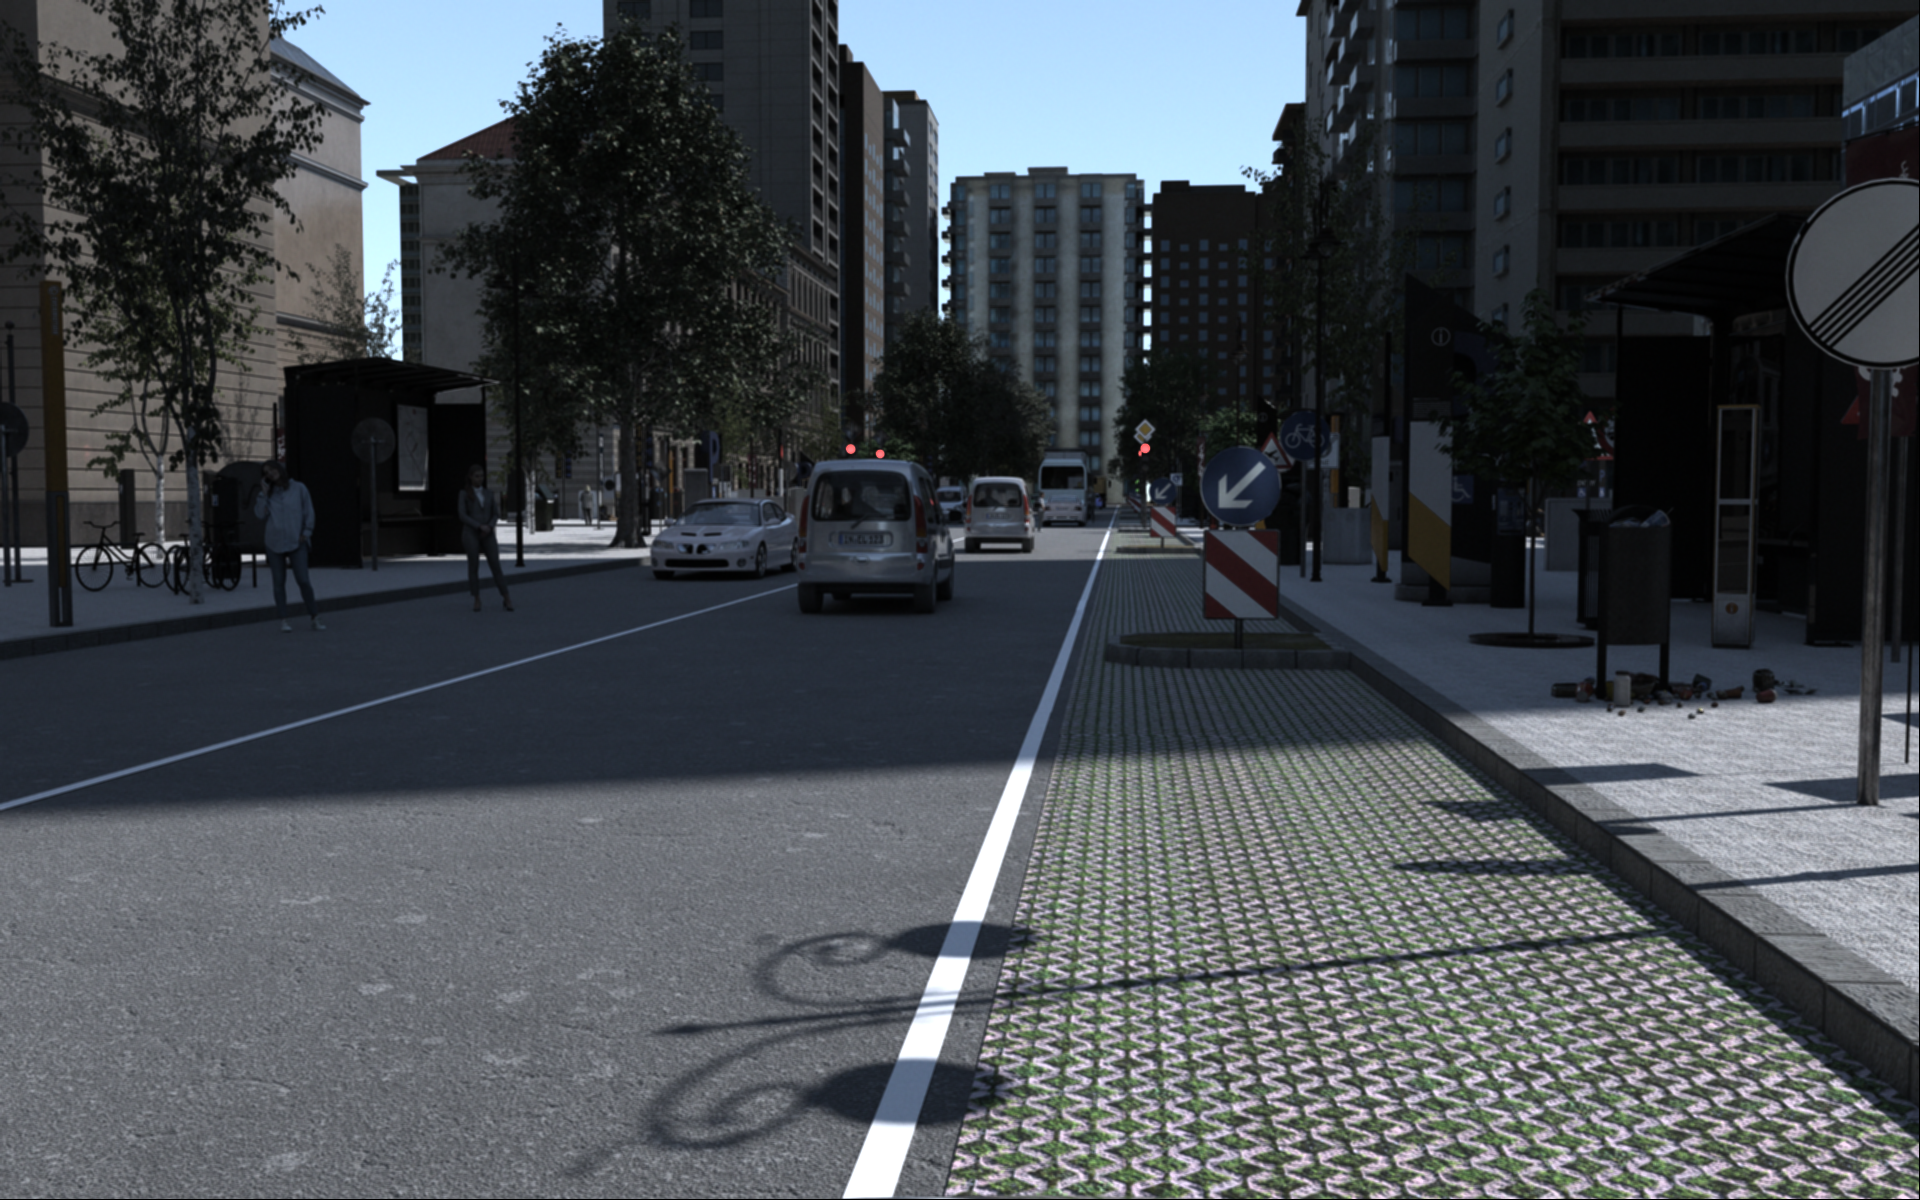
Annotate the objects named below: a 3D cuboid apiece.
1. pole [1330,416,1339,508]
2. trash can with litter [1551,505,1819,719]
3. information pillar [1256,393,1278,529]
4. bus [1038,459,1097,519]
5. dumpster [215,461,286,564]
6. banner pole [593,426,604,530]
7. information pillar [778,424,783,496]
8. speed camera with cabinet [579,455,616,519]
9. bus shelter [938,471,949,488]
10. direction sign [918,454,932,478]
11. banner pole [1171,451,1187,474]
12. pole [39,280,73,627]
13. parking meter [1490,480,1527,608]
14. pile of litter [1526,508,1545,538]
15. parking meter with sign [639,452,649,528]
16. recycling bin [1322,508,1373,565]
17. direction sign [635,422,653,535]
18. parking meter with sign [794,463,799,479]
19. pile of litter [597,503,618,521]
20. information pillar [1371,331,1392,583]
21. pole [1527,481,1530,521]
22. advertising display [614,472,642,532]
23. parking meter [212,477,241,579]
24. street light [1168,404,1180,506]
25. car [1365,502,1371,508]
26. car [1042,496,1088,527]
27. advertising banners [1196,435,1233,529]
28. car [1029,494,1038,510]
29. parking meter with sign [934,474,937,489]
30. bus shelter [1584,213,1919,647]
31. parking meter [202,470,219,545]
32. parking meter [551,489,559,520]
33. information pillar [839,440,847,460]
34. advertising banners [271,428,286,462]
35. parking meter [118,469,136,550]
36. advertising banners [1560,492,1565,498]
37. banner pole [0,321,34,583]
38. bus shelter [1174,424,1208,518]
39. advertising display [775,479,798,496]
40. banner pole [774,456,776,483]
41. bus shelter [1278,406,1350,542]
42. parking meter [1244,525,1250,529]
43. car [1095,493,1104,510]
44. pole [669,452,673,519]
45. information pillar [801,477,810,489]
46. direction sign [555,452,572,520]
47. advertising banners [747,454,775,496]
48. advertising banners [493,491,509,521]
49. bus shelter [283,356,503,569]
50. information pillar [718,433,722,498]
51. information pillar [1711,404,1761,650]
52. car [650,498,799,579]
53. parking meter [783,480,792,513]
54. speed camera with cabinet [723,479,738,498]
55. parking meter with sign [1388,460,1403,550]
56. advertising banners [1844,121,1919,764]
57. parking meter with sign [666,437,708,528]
[{"bbox_3d":[9.806,-3.150,45.347,0.158,3.312,0.155,0,3,0],"label":"pole"},{"bbox_3d":[4.638,0.009,10.917,2.233,1.210,1.678,-1,4,-21],"label":"trash can with litter"},{"bbox_3d":[7.096,-2.985,40.158,0.504,3.616,0.183,1,4,21],"label":"information pillar"},{"bbox_3d":[6.112,-6.309,98.011,2.948,3.499,13.247,0,4,6],"label":"bus"},{"bbox_3d":[-12.323,-1.541,30.954,1.264,1.857,1.865,0,4,5],"label":"dumpster"},{"bbox_3d":[-13.059,-4.456,62.873,0.401,3.779,0.863,0,4,7],"label":"banner pole"},{"bbox_3d":[-5.865,-3.995,56.669,0.183,3.616,0.504,0,4,1],"label":"information pillar"},{"bbox_3d":[-18.340,-5.733,88.063,2.038,3.252,0.660,1,4,13],"label":"speed camera with cabinet"},{"bbox_3d":[-0.717,-8.612,134.736,2.014,3.302,5.546,0,4,5],"label":"bus shelter"},{"bbox_3d":[-1.962,-6.447,97.405,0.876,3.537,0.379,-2,4,-25],"label":"direction sign"},{"bbox_3d":[12.818,-6.746,100.309,0.863,3.779,0.401,0,4,2],"label":"banner pole"},{"bbox_3d":[-8.708,-1.397,16.681,0.158,3.312,0.155,0,3,0],"label":"pole"},{"bbox_3d":[6.198,-0.682,19.561,0.372,1.533,0.369,0,3,0],"label":"parking meter"},{"bbox_3d":[17.475,-2.291,51.424,1.719,0.858,1.176,-2,4,-34],"label":"pile of litter"},{"bbox_3d":[-12.197,-4.281,66.256,0.543,3.016,1.738,0,4,3],"label":"parking meter with sign"},{"bbox_3d":[7.115,-1.176,31.786,0.722,1.027,0.722,2,4,34],"label":"recycling bin"},{"bbox_3d":[-9.917,-3.818,54.420,0.876,3.537,0.379,3,5,43],"label":"direction sign"},{"bbox_3d":[-9.483,-6.193,97.519,0.543,3.016,1.738,-1,4,-16],"label":"parking meter with sign"},{"bbox_3d":[-16.787,-4.202,82.666,1.176,0.858,1.719,0,4,6],"label":"pile of litter"},{"bbox_3d":[6.119,-2.069,25.181,0.183,3.616,0.504,0,4,-8],"label":"information pillar"},{"bbox_3d":[26.083,-5.246,79.621,0.158,3.312,0.155,0,3,0],"label":"pole"},{"bbox_3d":[-9.650,-2.764,50.401,0.974,1.923,0.123,2,4,32],"label":"advertising display"},{"bbox_3d":[-11.146,-1.094,26.300,0.372,1.533,0.369,0,3,0],"label":"parking meter"},{"bbox_3d":[11.011,-7.080,88.553,0.468,5.910,1.993,0,4,5],"label":"street light"},{"bbox_3d":[16.489,-3.347,67.298,3.894,1.354,1.945,0,4,5],"label":"car"},{"bbox_3d":[4.649,-3.962,77.145,2.083,1.381,4.827,0,4,5],"label":"car"},{"bbox_3d":[7.543,-3.368,51.251,0.090,3.025,2.074,-2,4,-24],"label":"advertising banners"},{"bbox_3d":[6.254,-7.867,140.422,2.131,1.459,4.920,0,4,4],"label":"car"},{"bbox_3d":[-1.235,-8.890,141.610,1.738,3.016,0.543,-1,4,-18],"label":"parking meter with sign"},{"bbox_3d":[7.969,-1.605,17.520,1.731,3.624,6.357,0,4,5],"label":"bus shelter"},{"bbox_3d":[-18.058,-2.207,41.797,0.399,1.863,0.255,3,5,41],"label":"parking meter"},{"bbox_3d":[-20.343,-4.812,87.093,0.372,1.533,0.369,0,3,0],"label":"parking meter"},{"bbox_3d":[-5.105,-5.163,75.764,0.504,3.616,0.183,3,5,44],"label":"information pillar"},{"bbox_3d":[-18.649,-3.029,45.716,2.074,3.025,0.090,0,4,2],"label":"advertising banners"},{"bbox_3d":[-19.334,-2.110,40.214,0.255,1.863,0.399,-3,5,-44],"label":"parking meter"},{"bbox_3d":[28.573,-5.226,81.634,2.074,3.025,0.090,3,5,39],"label":"advertising banners"},{"bbox_3d":[-13.820,-2.135,24.920,0.401,3.779,0.863,2,4,24],"label":"banner pole"},{"bbox_3d":[12.928,-7.215,95.603,2.179,5.291,8.768,0,4,5],"label":"bus shelter"},{"bbox_3d":[-7.465,-4.240,74.542,0.974,1.923,0.123,-1,4,-9],"label":"advertising display"},{"bbox_3d":[-12.108,-7.541,113.313,0.401,3.779,0.863,0,4,-4],"label":"banner pole"},{"bbox_3d":[9.924,-3.557,49.443,1.731,3.624,6.357,0,4,5],"label":"bus shelter"},{"bbox_3d":[10.250,-3.469,62.428,0.399,1.863,0.255,-1,4,-17],"label":"parking meter"},{"bbox_3d":[12.296,-9.195,159.921,1.945,1.707,3.694,0,4,5],"label":"car"},{"bbox_3d":[-12.711,-5.031,76.096,0.158,3.312,0.155,0,3,0],"label":"pole"},{"bbox_3d":[-7.691,-4.988,86.038,0.304,2.012,0.304,-2,4,-28],"label":"information pillar"},{"bbox_3d":[-19.734,-5.764,86.233,0.876,3.537,0.379,1,4,16],"label":"direction sign"},{"bbox_3d":[-8.491,-4.893,76.188,2.074,3.025,0.090,-3,4,-38],"label":"advertising banners"},{"bbox_3d":[-22.735,-5.353,83.706,2.074,3.025,0.090,-1,4,-10],"label":"advertising banners"},{"bbox_3d":[-10.517,-2.534,32.716,1.731,3.624,6.357,0,4,5],"label":"bus shelter"},{"bbox_3d":[-9.316,-4.576,66.179,0.504,3.616,0.183,-1,4,-13],"label":"information pillar"},{"bbox_3d":[6.458,-0.607,14.412,0.304,2.012,0.304,2,4,30],"label":"information pillar"},{"bbox_3d":[-4.078,-1.122,30.703,2.083,1.381,4.827,0,4,6],"label":"car"},{"bbox_3d":[-6.701,-3.742,66.901,0.399,1.863,0.255,3,4,37],"label":"parking meter"},{"bbox_3d":[-11.888,-5.862,90.173,0.660,3.252,2.038,-3,5,-44],"label":"speed camera with cabinet"},{"bbox_3d":[9.940,-2.654,39.653,1.738,3.016,0.543,3,5,42],"label":"parking meter with sign"},{"bbox_3d":[4.642,-0.702,7.658,0.090,3.025,2.074,-1,4,-14],"label":"advertising banners"},{"bbox_3d":[-7.829,-3.373,51.414,1.738,3.016,0.543,-1,4,-12],"label":"parking meter with sign"}]
